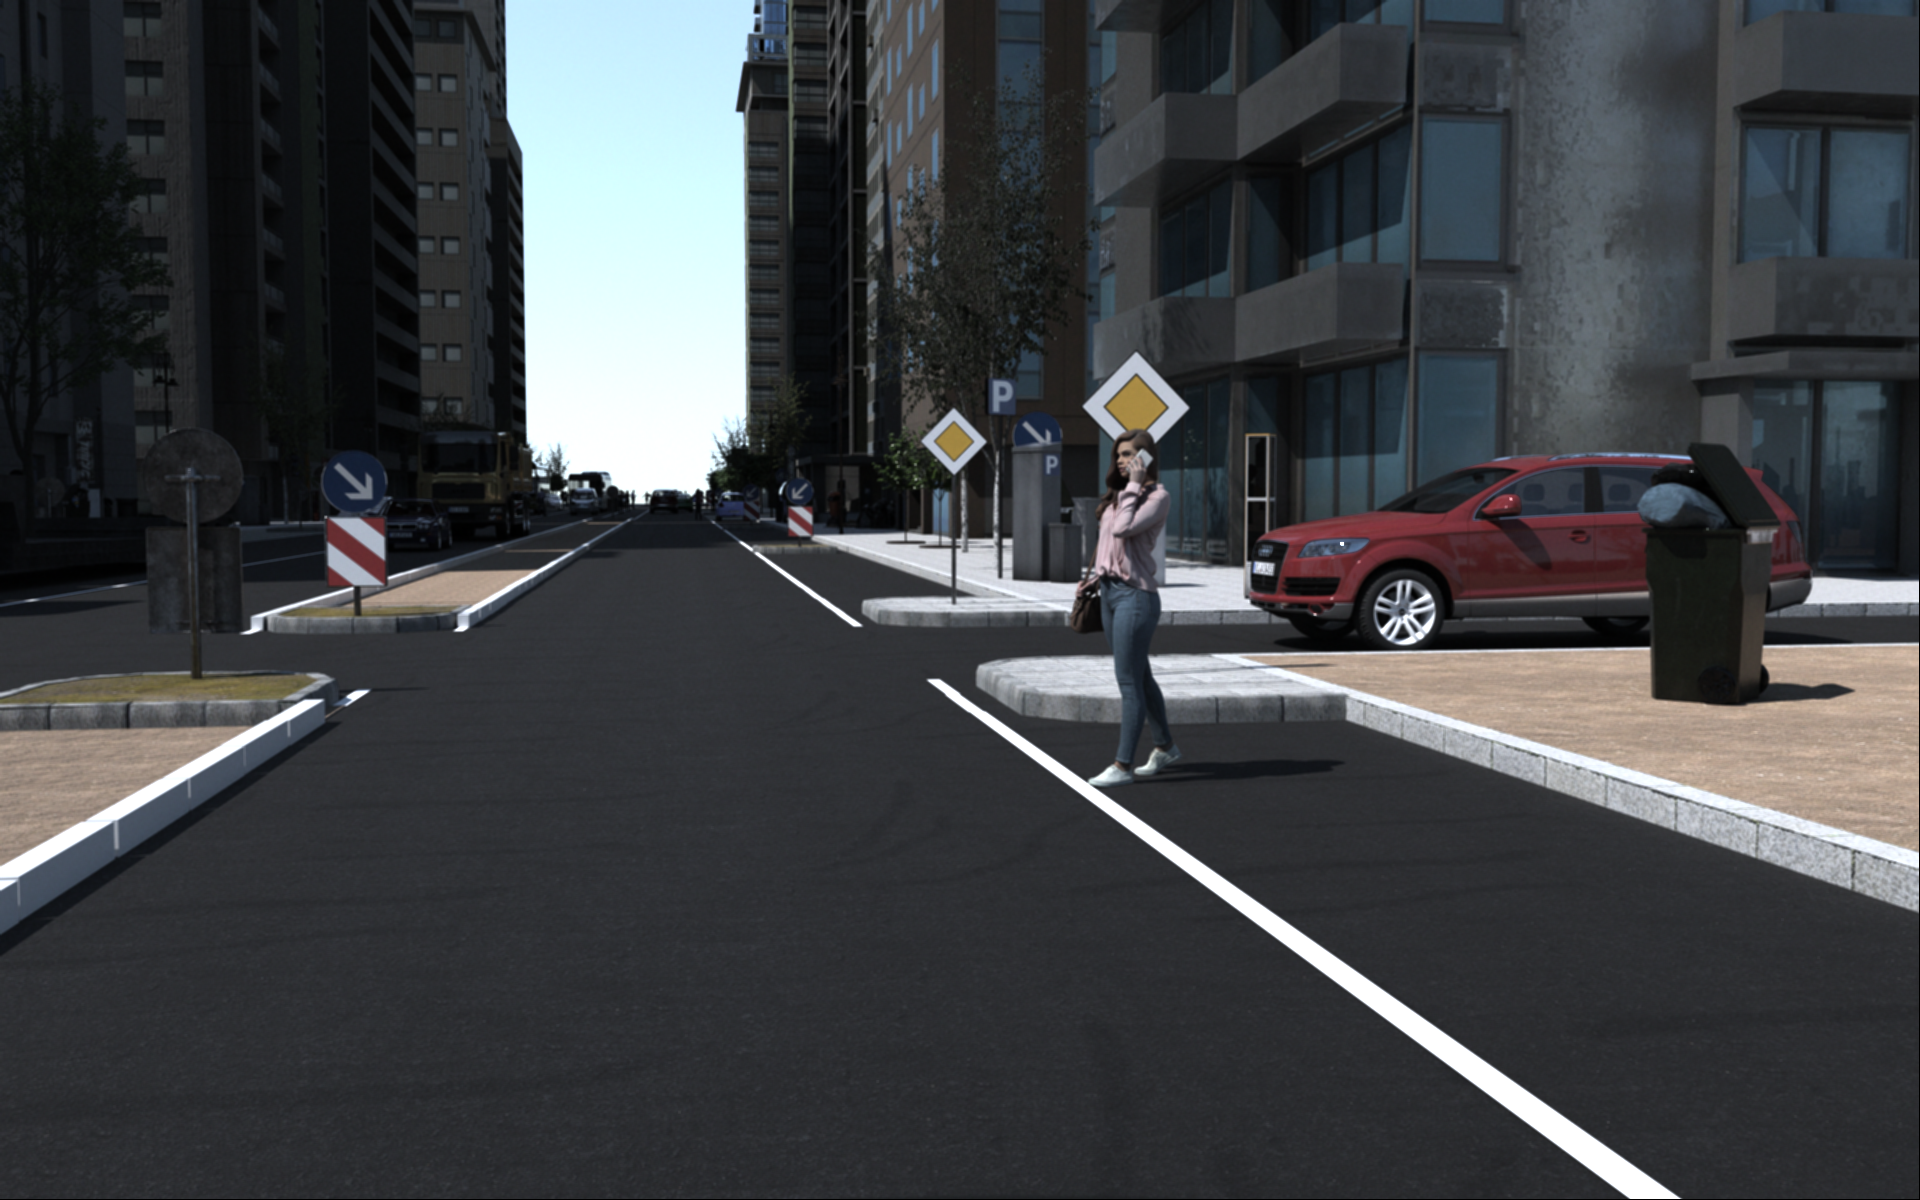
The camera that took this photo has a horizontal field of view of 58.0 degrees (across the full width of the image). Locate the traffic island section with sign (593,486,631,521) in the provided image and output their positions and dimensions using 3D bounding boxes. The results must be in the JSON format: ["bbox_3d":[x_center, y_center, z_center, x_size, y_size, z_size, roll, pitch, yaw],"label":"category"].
[{"bbox_3d":[-18.649,-5.183,92.879,2.006,1.907,1.989,-1,4,-9],"label":"traffic island section with sign"}]

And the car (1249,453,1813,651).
[{"bbox_3d":[5.390,-0.483,16.576,5.304,1.827,2.281,-1,4,-10],"label":"car"}]

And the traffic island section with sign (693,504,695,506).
[{"bbox_3d":[-29.981,-11.680,199.594,1.989,1.847,2.006,-1,4,-9],"label":"traffic island section with sign"}]

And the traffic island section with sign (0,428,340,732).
[{"bbox_3d":[-5.223,-0.201,11.428,2.006,1.907,1.989,-1,4,-9],"label":"traffic island section with sign"}]

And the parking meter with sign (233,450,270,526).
[{"bbox_3d":[-28.607,-4.493,69.727,0.543,3.016,1.738,1,4,22],"label":"parking meter with sign"}]

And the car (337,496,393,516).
[{"bbox_3d":[-20.402,-2.913,59.996,2.083,1.381,4.827,-1,4,-11],"label":"car"}]

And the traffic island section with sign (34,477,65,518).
[{"bbox_3d":[-20.722,-1.867,39.147,1.989,1.847,2.006,-1,4,-9],"label":"traffic island section with sign"}]

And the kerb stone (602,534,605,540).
[{"bbox_3d":[-10.876,-1.844,52.341,0.120,0.150,1.000,-1,4,-9],"label":"kerb stone"}]

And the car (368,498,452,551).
[{"bbox_3d":[-14.113,-1.952,44.491,1.945,1.354,3.894,-1,4,-10],"label":"car"}]

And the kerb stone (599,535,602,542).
[{"bbox_3d":[-10.547,-1.714,50.316,0.120,0.150,1.000,-1,4,-9],"label":"kerb stone"}]

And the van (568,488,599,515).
[{"bbox_3d":[-25.599,-6.785,117.949,2.013,2.044,4.112,0,4,-8],"label":"van"}]

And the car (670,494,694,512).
[{"bbox_3d":[-22.206,-7.907,138.079,1.959,1.807,4.718,-1,4,-11],"label":"car"}]

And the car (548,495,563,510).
[{"bbox_3d":[-36.062,-8.581,152.661,2.083,1.381,4.827,-1,4,-10],"label":"car"}]

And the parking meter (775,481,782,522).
[{"bbox_3d":[-8.238,-4.469,78.778,0.255,1.863,0.399,-1,4,-15],"label":"parking meter"}]

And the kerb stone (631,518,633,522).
[{"bbox_3d":[-16.217,-3.819,84.726,0.120,0.150,1.000,-1,4,-9],"label":"kerb stone"}]

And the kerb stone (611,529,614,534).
[{"bbox_3d":[-12.046,-2.276,59.425,0.120,0.150,1.000,-1,4,-9],"label":"kerb stone"}]

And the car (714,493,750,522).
[{"bbox_3d":[-12.056,-5.025,91.745,1.945,1.707,3.694,-1,4,-10],"label":"car"}]

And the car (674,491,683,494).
[{"bbox_3d":[-32.308,-11.511,196.874,2.281,1.827,5.304,0,4,-8],"label":"car"}]

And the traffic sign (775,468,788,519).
[{"bbox_3d":[-8.666,-5.189,84.946,0.768,2.556,0.104,0,4,-3],"label":"traffic sign"}]

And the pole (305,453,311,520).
[{"bbox_3d":[-31.721,-5.528,84.227,0.158,3.312,0.155,0,3,0],"label":"pole"}]

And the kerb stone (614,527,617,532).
[{"bbox_3d":[-12.545,-2.462,62.455,0.120,0.150,1.000,-1,4,-9],"label":"kerb stone"}]

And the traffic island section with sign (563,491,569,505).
[{"bbox_3d":[-51.163,-13.161,223.816,1.989,1.847,2.006,-1,4,-9],"label":"traffic island section with sign"}]

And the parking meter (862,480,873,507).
[{"bbox_3d":[-3.768,-3.961,70.470,0.399,1.863,0.255,0,4,4],"label":"parking meter"}]

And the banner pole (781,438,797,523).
[{"bbox_3d":[-7.597,-5.314,76.903,0.863,3.779,0.401,3,4,37],"label":"banner pole"}]

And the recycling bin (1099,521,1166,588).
[{"bbox_3d":[2.381,-0.697,23.949,0.722,1.027,0.722,-1,4,-18],"label":"recycling bin"}]

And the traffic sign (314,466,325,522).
[{"bbox_3d":[-29.335,-4.866,79.661,0.768,2.556,0.104,0,4,-1],"label":"traffic sign"}]

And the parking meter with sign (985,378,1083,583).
[{"bbox_3d":[1.124,-1.793,25.577,0.543,3.016,1.738,-3,4,-38],"label":"parking meter with sign"}]

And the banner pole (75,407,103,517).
[{"bbox_3d":[-24.862,-3.644,49.594,0.863,3.779,0.401,-2,4,-33],"label":"banner pole"}]

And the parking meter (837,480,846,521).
[{"bbox_3d":[-4.787,-3.928,69.939,0.255,1.863,0.399,1,4,11],"label":"parking meter"}]

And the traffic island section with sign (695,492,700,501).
[{"bbox_3d":[-21.040,-8.365,145.400,1.989,1.847,2.006,-1,4,-9],"label":"traffic island section with sign"}]

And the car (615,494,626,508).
[{"bbox_3d":[-36.036,-10.575,182.685,2.009,1.686,4.222,0,4,-8],"label":"car"}]

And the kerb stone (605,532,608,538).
[{"bbox_3d":[-11.221,-1.967,54.355,0.120,0.150,1.000,-1,4,-9],"label":"kerb stone"}]

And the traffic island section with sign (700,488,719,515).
[{"bbox_3d":[-16.648,-6.739,118.804,1.989,1.847,2.006,-1,4,-9],"label":"traffic island section with sign"}]

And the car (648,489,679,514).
[{"bbox_3d":[-22.013,-7.336,128.621,2.281,1.827,5.304,-1,4,-11],"label":"car"}]

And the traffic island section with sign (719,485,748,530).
[{"bbox_3d":[-8.482,-3.709,69.269,1.989,1.847,2.006,-1,4,-9],"label":"traffic island section with sign"}]

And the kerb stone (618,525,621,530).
[{"bbox_3d":[-13.210,-2.707,66.505,0.120,0.150,1.000,-1,4,-9],"label":"kerb stone"}]

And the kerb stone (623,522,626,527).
[{"bbox_3d":[-14.393,-3.143,73.589,0.120,0.150,1.000,-1,4,-9],"label":"kerb stone"}]

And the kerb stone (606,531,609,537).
[{"bbox_3d":[-11.372,-2.027,55.367,0.120,0.150,1.000,-1,4,-9],"label":"kerb stone"}]

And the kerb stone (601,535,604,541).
[{"bbox_3d":[-10.715,-1.782,51.331,0.120,0.150,1.000,-1,4,-9],"label":"kerb stone"}]

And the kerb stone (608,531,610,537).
[{"bbox_3d":[-11.541,-2.090,56.374,0.120,0.150,1.000,-1,4,-9],"label":"kerb stone"}]

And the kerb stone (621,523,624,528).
[{"bbox_3d":[-13.887,-2.958,70.559,0.120,0.150,1.000,-1,4,-9],"label":"kerb stone"}]

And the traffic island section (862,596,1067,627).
[{"bbox_3d":[-0.052,0.132,20.127,2.009,0.180,2.903,-1,4,-9],"label":"traffic island section"}]

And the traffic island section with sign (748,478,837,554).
[{"bbox_3d":[-4.104,-2.082,42.671,1.989,1.847,2.006,-1,4,-9],"label":"traffic island section with sign"}]

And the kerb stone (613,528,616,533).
[{"bbox_3d":[-12.379,-2.401,61.446,0.120,0.150,1.000,-1,4,-9],"label":"kerb stone"}]

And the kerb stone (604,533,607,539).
[{"bbox_3d":[-11.044,-1.901,53.349,0.120,0.150,1.000,-1,4,-9],"label":"kerb stone"}]

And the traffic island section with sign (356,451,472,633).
[{"bbox_3d":[-6.418,-0.648,18.738,2.006,1.907,1.989,-1,4,-9],"label":"traffic island section with sign"}]

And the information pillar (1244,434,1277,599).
[{"bbox_3d":[3.677,-1.023,21.213,0.304,2.012,0.304,2,4,26],"label":"information pillar"}]

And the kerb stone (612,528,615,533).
[{"bbox_3d":[-12.215,-2.338,60.434,0.120,0.150,1.000,-1,4,-9],"label":"kerb stone"}]

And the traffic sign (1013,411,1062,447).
[{"bbox_3d":[1.191,-1.633,26.808,0.768,2.556,0.104,0,4,-3],"label":"traffic sign"}]

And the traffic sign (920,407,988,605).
[{"bbox_3d":[-0.074,-1.003,20.046,0.795,2.450,0.064,-1,4,-9],"label":"traffic sign"}]

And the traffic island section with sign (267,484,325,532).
[{"bbox_3d":[-25.124,-3.499,65.835,1.989,1.847,2.006,-1,4,-9],"label":"traffic island section with sign"}]

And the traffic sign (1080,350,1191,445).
[{"bbox_3d":[1.225,-0.521,12.167,0.795,2.450,0.064,-1,4,-9],"label":"traffic sign"}]

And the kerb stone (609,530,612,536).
[{"bbox_3d":[-11.709,-2.153,57.391,0.120,0.150,1.000,-1,4,-9],"label":"kerb stone"}]

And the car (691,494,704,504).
[{"bbox_3d":[-36.506,-14.139,240.757,1.945,1.707,3.694,0,4,-8],"label":"car"}]

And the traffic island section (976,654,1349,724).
[{"bbox_3d":[1.247,0.614,12.248,2.009,0.180,2.903,-1,4,-9],"label":"traffic island section"}]

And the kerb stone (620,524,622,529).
[{"bbox_3d":[-13.548,-2.834,68.532,0.120,0.150,1.000,-1,4,-9],"label":"kerb stone"}]
